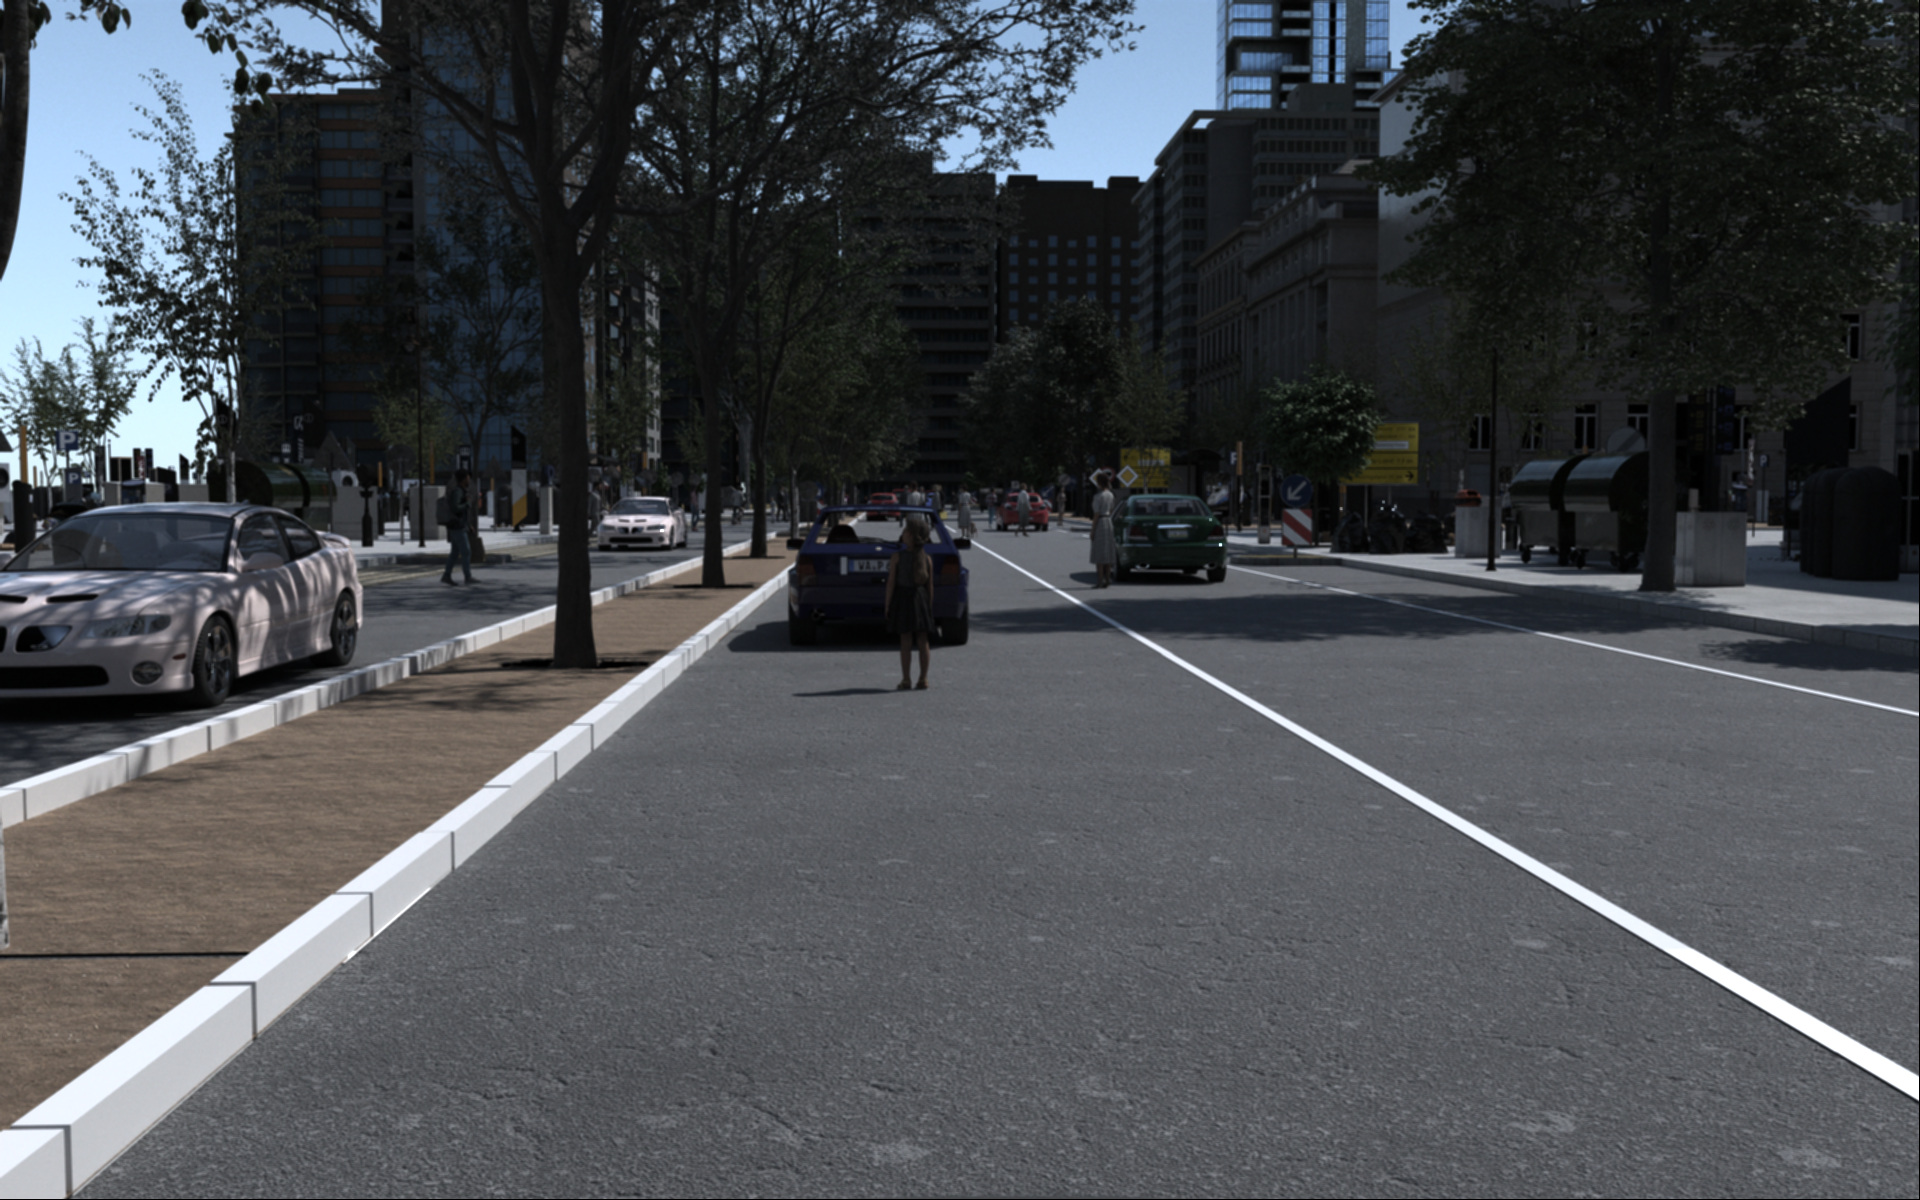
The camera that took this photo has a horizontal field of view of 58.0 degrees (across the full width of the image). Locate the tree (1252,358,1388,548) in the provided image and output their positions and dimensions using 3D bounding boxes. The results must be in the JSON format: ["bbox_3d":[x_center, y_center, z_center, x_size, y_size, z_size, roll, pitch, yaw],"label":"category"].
[{"bbox_3d":[8.739,-3.566,42.022,4.285,4.588,4.351,0,3,0],"label":"tree"}]

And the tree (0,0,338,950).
[{"bbox_3d":[-3.096,-3.216,5.402,4.360,8.622,3.978,0,3,0],"label":"tree"}]

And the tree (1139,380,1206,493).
[{"bbox_3d":[13.106,-9.891,112.076,4.360,8.622,3.978,0,3,0],"label":"tree"}]

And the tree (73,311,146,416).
[{"bbox_3d":[-34.701,-7.276,69.318,4.737,8.622,4.395,0,3,0],"label":"tree"}]

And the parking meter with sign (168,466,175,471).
[{"bbox_3d":[-50.307,-6.887,108.864,1.738,3.016,0.543,0,4,6],"label":"parking meter with sign"}]

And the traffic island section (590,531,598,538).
[{"bbox_3d":[-11.619,-2.169,57.747,2.009,0.180,2.903,0,4,-2],"label":"traffic island section"}]

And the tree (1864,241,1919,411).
[{"bbox_3d":[10.284,-1.999,16.393,4.285,4.588,4.351,0,3,0],"label":"tree"}]

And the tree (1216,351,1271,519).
[{"bbox_3d":[14.690,-8.441,88.376,4.737,8.622,4.395,0,3,0],"label":"tree"}]

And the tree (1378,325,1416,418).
[{"bbox_3d":[15.137,-6.247,52.506,4.737,8.622,4.395,0,3,0],"label":"tree"}]

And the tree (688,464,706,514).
[{"bbox_3d":[-16.891,-7.149,111.486,1.663,3.219,1.824,0,3,0],"label":"tree"}]

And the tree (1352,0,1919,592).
[{"bbox_3d":[9.195,-6.416,23.033,7.486,12.596,7.792,0,3,0],"label":"tree"}]

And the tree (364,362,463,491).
[{"bbox_3d":[-31.293,-8.968,96.984,4.737,8.622,4.395,0,3,0],"label":"tree"}]

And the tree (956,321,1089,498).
[{"bbox_3d":[5.302,-13.590,128.849,9.857,13.997,8.962,0,3,0],"label":"tree"}]

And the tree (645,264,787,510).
[{"bbox_3d":[-18.509,-17.356,139.665,12.611,20.169,13.585,0,3,0],"label":"tree"}]

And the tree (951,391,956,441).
[{"bbox_3d":[4.098,-15.451,159.278,9.857,13.997,8.962,0,3,0],"label":"tree"}]

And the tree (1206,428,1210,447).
[{"bbox_3d":[15.828,-10.575,123.268,4.360,8.622,3.978,0,3,0],"label":"tree"}]

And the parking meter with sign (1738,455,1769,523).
[{"bbox_3d":[34.771,-4.908,76.512,1.738,3.016,0.543,-1,4,-12],"label":"parking meter with sign"}]

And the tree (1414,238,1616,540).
[{"bbox_3d":[15.500,-5.948,47.618,4.737,8.622,4.395,0,3,0],"label":"tree"}]

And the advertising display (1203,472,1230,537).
[{"bbox_3d":[7.658,-2.844,51.709,0.974,1.923,0.123,-2,4,-34],"label":"advertising display"}]

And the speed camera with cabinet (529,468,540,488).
[{"bbox_3d":[-32.786,-8.412,131.874,0.660,3.252,2.038,1,4,20],"label":"speed camera with cabinet"}]

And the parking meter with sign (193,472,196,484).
[{"bbox_3d":[-60.433,-8.712,138.701,1.738,3.016,0.543,0,4,-2],"label":"parking meter with sign"}]

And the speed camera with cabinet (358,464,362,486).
[{"bbox_3d":[-39.992,-7.267,113.146,2.038,3.252,0.660,-1,4,-16],"label":"speed camera with cabinet"}]

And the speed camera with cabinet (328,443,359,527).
[{"bbox_3d":[-24.406,-4.445,67.015,0.660,3.252,2.038,2,4,25],"label":"speed camera with cabinet"}]

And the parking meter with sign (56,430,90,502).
[{"bbox_3d":[-23.996,-3.090,46.779,0.543,3.016,1.738,-2,4,-32],"label":"parking meter with sign"}]

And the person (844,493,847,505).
[{"bbox_3d":[-10.650,-9.138,157.845,1.348,1.831,0.705,-1,4,-17],"label":"person"}]

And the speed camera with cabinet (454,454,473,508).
[{"bbox_3d":[-25.057,-5.572,85.441,0.660,3.252,2.038,2,4,25],"label":"speed camera with cabinet"}]

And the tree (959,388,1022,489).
[{"bbox_3d":[3.775,-15.572,172.726,7.486,12.596,7.792,0,3,0],"label":"tree"}]

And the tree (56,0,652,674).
[{"bbox_3d":[-3.141,-6.173,13.748,12.009,13.543,11.850,0,3,0],"label":"tree"}]

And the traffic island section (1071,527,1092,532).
[{"bbox_3d":[5.335,-2.700,66.419,2.009,0.180,2.903,0,4,-2],"label":"traffic island section"}]

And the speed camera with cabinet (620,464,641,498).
[{"bbox_3d":[-21.578,-7.289,113.511,0.660,3.252,2.038,1,4,16],"label":"speed camera with cabinet"}]

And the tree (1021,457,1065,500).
[{"bbox_3d":[5.919,-8.462,122.073,4.285,4.588,4.351,0,3,0],"label":"tree"}]

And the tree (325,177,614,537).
[{"bbox_3d":[-14.548,-7.149,51.299,8.767,10.594,7.601,-1,4,-11],"label":"tree"}]

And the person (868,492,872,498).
[{"bbox_3d":[-10.201,-11.398,196.325,0.415,1.643,0.593,-2,4,-31],"label":"person"}]

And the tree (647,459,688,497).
[{"bbox_3d":[-16.002,-6.027,93.137,1.663,3.219,1.824,0,3,0],"label":"tree"}]

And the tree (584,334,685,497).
[{"bbox_3d":[-15.200,-7.859,78.861,4.737,8.622,4.395,0,3,0],"label":"tree"}]

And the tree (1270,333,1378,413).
[{"bbox_3d":[17.383,-7.901,79.539,4.737,8.622,4.395,0,3,0],"label":"tree"}]

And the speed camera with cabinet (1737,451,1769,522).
[{"bbox_3d":[36.325,-5.201,79.366,0.660,3.252,2.038,0,4,-1],"label":"speed camera with cabinet"}]

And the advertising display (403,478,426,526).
[{"bbox_3d":[-22.222,-3.989,70.435,0.974,1.923,0.123,-1,4,-16],"label":"advertising display"}]

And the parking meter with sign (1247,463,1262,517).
[{"bbox_3d":[16.160,-6.211,97.813,0.543,3.016,1.738,-3,5,-41],"label":"parking meter with sign"}]

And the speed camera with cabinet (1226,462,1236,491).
[{"bbox_3d":[17.339,-7.249,112.850,0.660,3.252,2.038,1,4,19],"label":"speed camera with cabinet"}]

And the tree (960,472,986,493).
[{"bbox_3d":[1.720,-14.225,216.289,4.285,4.588,4.351,0,3,0],"label":"tree"}]

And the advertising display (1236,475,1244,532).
[{"bbox_3d":[9.511,-3.278,58.813,0.123,1.923,0.974,1,4,17],"label":"advertising display"}]

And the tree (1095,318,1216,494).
[{"bbox_3d":[7.703,-7.436,71.941,4.737,8.622,4.395,0,3,0],"label":"tree"}]

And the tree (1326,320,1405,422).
[{"bbox_3d":[17.004,-7.573,74.174,4.360,8.622,3.978,0,3,0],"label":"tree"}]

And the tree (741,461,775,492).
[{"bbox_3d":[-18.245,-10.545,156.126,4.285,4.588,4.351,0,3,0],"label":"tree"}]

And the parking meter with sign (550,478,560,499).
[{"bbox_3d":[-19.584,-5.382,84.263,1.738,3.016,0.543,-2,4,-30],"label":"parking meter with sign"}]

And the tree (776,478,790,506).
[{"bbox_3d":[-19.513,-12.090,192.273,1.663,3.219,1.824,0,3,0],"label":"tree"}]

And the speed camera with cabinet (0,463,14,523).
[{"bbox_3d":[-41.978,-5.004,76.158,0.660,3.252,2.038,0,4,7],"label":"speed camera with cabinet"}]

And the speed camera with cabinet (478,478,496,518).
[{"bbox_3d":[-25.904,-6.139,94.716,2.038,3.252,0.660,-1,4,-16],"label":"speed camera with cabinet"}]

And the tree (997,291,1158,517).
[{"bbox_3d":[6.738,-11.092,98.355,9.611,12.733,9.660,0,3,0],"label":"tree"}]

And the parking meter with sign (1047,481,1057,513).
[{"bbox_3d":[6.147,-7.406,117.343,0.543,3.016,1.738,-1,4,-13],"label":"parking meter with sign"}]

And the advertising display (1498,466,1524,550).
[{"bbox_3d":[12.748,-2.127,39.991,0.123,1.923,0.974,-1,4,-15],"label":"advertising display"}]

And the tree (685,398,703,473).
[{"bbox_3d":[-19.221,-10.969,129.703,4.737,8.622,4.395,0,3,0],"label":"tree"}]

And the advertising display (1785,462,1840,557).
[{"bbox_3d":[17.065,-1.803,34.694,0.123,1.923,0.974,-3,5,-42],"label":"advertising display"}]

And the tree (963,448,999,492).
[{"bbox_3d":[2.656,-14.106,180.999,4.737,8.622,4.395,0,3,0],"label":"tree"}]

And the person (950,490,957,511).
[{"bbox_3d":[-0.491,-8.157,142.673,0.445,1.727,0.742,2,4,26],"label":"person"}]

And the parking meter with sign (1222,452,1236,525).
[{"bbox_3d":[10.987,-4.626,71.894,0.543,3.016,1.738,-1,4,-20],"label":"parking meter with sign"}]
